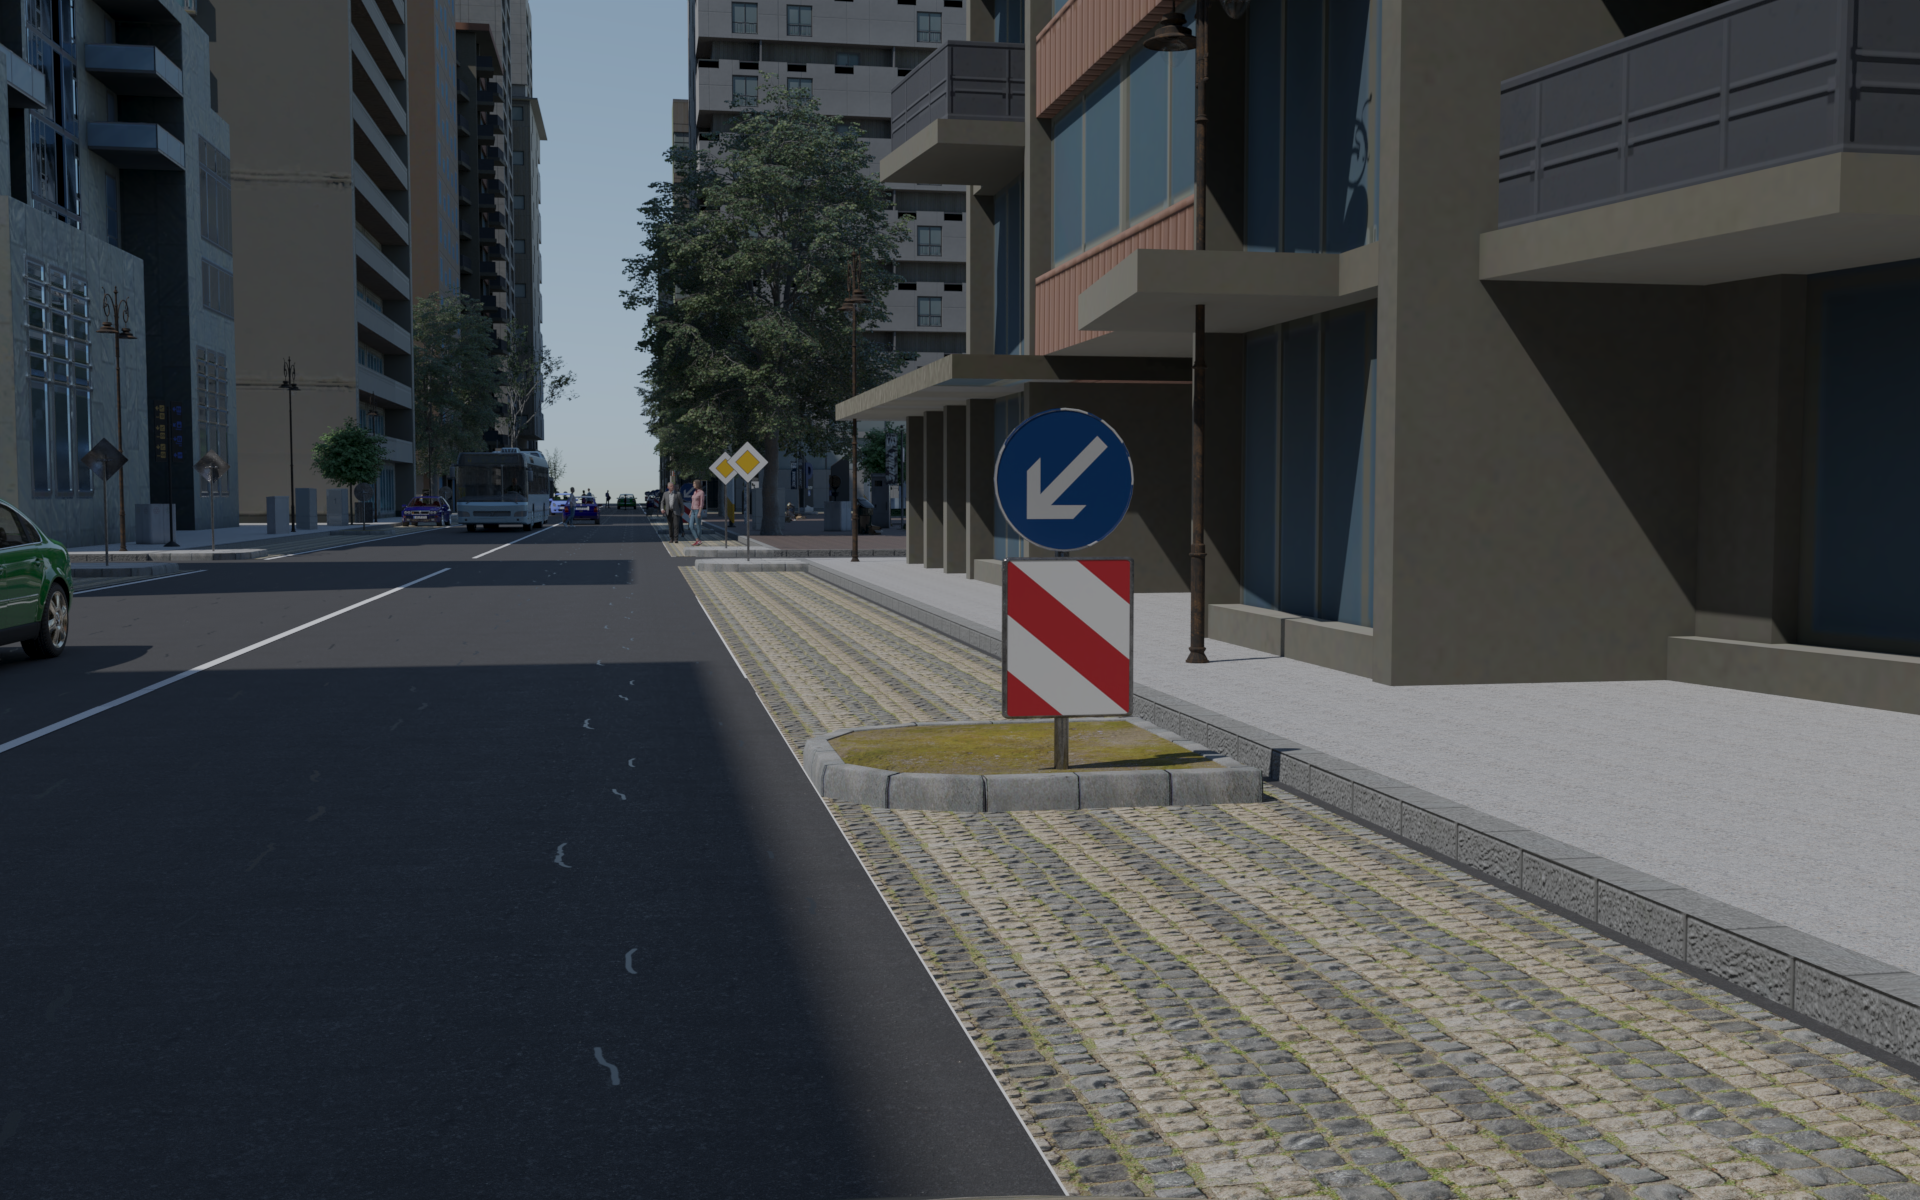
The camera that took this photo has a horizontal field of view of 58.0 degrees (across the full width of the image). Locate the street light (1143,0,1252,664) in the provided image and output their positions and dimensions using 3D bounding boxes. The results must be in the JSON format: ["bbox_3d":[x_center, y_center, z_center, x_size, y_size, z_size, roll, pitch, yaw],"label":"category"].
[{"bbox_3d":[1.806,-2.460,13.006,0.468,5.910,1.993,-1,4,-11],"label":"street light"}]

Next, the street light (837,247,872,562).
[{"bbox_3d":[-1.986,-3.660,32.634,0.468,5.910,1.993,-1,4,-11],"label":"street light"}]

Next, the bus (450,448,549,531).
[{"bbox_3d":[-18.250,-4.569,69.562,2.948,3.499,13.247,-1,4,-10],"label":"bus"}]

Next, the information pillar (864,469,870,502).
[{"bbox_3d":[-4.994,-6.215,92.965,0.183,3.616,0.504,-3,4,-39],"label":"information pillar"}]

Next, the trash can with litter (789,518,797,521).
[{"bbox_3d":[-8.735,-4.481,84.318,1.678,1.210,2.233,-2,4,-35],"label":"trash can with litter"}]

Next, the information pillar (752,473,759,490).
[{"bbox_3d":[-13.505,-7.524,114.365,0.504,3.616,0.183,0,4,0],"label":"information pillar"}]

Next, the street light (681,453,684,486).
[{"bbox_3d":[-24.174,-10.866,150.443,0.468,5.910,1.993,-1,4,-11],"label":"street light"}]

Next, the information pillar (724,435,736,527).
[{"bbox_3d":[-8.894,-4.619,66.874,0.504,3.616,0.183,3,5,43],"label":"information pillar"}]

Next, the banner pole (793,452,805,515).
[{"bbox_3d":[-9.489,-6.970,103.975,0.401,3.779,0.863,-3,4,-38],"label":"banner pole"}]

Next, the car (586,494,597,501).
[{"bbox_3d":[-52.911,-14.505,247.381,2.015,1.641,3.980,-1,4,-12],"label":"car"}]

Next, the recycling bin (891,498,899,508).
[{"bbox_3d":[-4.352,-6.024,111.048,0.722,1.027,0.722,2,4,24],"label":"recycling bin"}]

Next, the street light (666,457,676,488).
[{"bbox_3d":[-31.621,-13.279,189.901,0.468,5.910,1.993,-1,4,-11],"label":"street light"}]

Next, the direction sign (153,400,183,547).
[{"bbox_3d":[-19.218,-3.066,42.119,0.379,3.537,0.876,1,4,19],"label":"direction sign"}]

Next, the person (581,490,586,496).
[{"bbox_3d":[-28.216,-7.364,129.582,0.721,1.739,1.217,2,4,31],"label":"person"}]

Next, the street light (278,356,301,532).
[{"bbox_3d":[-22.499,-5.228,58.270,0.468,5.910,1.993,-1,4,-11],"label":"street light"}]

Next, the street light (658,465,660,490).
[{"bbox_3d":[-43.264,-17.040,251.393,0.468,5.910,1.993,-1,4,-11],"label":"street light"}]

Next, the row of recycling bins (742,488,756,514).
[{"bbox_3d":[-12.592,-6.291,109.978,3.534,1.692,1.069,3,5,45],"label":"row of recycling bins"}]

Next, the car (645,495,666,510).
[{"bbox_3d":[-26.926,-8.614,153.413,1.945,1.354,3.894,-1,4,-10],"label":"car"}]

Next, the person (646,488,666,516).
[{"bbox_3d":[-19.366,-6.249,110.885,1.509,1.804,0.699,3,5,39],"label":"person"}]

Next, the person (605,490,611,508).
[{"bbox_3d":[-35.381,-10.149,174.306,0.599,1.838,0.709,2,4,34],"label":"person"}]

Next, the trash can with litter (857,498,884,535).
[{"bbox_3d":[-2.842,-2.658,54.845,1.055,1.170,0.624,3,5,44],"label":"trash can with litter"}]

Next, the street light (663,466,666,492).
[{"bbox_3d":[-35.672,-14.587,211.287,0.468,5.910,1.993,-1,4,-11],"label":"street light"}]

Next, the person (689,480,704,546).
[{"bbox_3d":[-7.267,-2.397,47.696,0.555,1.821,0.388,3,5,39],"label":"person"}]

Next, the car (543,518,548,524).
[{"bbox_3d":[-21.161,-4.424,84.699,2.083,1.381,4.827,-1,4,-12],"label":"car"}]

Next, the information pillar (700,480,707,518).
[{"bbox_3d":[-13.491,-5.299,91.124,0.304,2.012,0.304,-2,4,-24],"label":"information pillar"}]

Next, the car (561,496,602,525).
[{"bbox_3d":[-17.923,-4.246,82.003,1.945,1.354,3.894,-1,4,-12],"label":"car"}]

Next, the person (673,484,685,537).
[{"bbox_3d":[-9.375,-2.961,57.330,0.576,1.772,0.534,1,4,10],"label":"person"}]

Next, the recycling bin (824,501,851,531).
[{"bbox_3d":[-4.242,-2.903,60.020,0.722,1.027,0.722,2,4,27],"label":"recycling bin"}]

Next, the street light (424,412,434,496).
[{"bbox_3d":[-29.989,-7.655,97.953,0.468,5.910,1.993,-1,4,-11],"label":"street light"}]

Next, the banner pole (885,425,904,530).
[{"bbox_3d":[-2.316,-4.437,62.568,0.863,3.779,0.401,-1,4,-22],"label":"banner pole"}]

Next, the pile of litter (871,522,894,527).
[{"bbox_3d":[-3.223,-3.354,68.795,1.719,0.858,1.176,3,4,38],"label":"pile of litter"}]

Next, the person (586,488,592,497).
[{"bbox_3d":[-24.312,-6.432,113.694,0.654,1.822,0.581,3,4,37],"label":"person"}]

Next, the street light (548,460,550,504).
[{"bbox_3d":[-55.823,-16.048,235.169,0.468,5.910,1.993,-1,4,-11],"label":"street light"}]

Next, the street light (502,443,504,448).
[{"bbox_3d":[-40.582,-11.085,154.028,0.468,5.910,1.993,-1,4,-11],"label":"street light"}]

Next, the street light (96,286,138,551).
[{"bbox_3d":[-18.749,-4.027,38.634,0.468,5.910,1.993,-1,4,-11],"label":"street light"}]

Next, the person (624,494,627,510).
[{"bbox_3d":[-29.865,-8.725,154.419,0.557,1.426,1.065,-1,4,-16],"label":"person"}]

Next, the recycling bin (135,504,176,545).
[{"bbox_3d":[-20.647,-1.951,44.456,0.722,1.027,0.722,2,4,34],"label":"recycling bin"}]

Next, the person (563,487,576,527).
[{"bbox_3d":[-16.782,-3.995,74.482,0.598,1.740,0.731,-2,4,-27],"label":"person"}]

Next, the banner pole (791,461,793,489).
[{"bbox_3d":[-10.944,-7.683,115.638,0.863,3.779,0.401,-2,4,-31],"label":"banner pole"}]

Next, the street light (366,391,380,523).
[{"bbox_3d":[-26.329,-6.428,77.891,0.468,5.910,1.993,-1,4,-11],"label":"street light"}]

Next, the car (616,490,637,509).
[{"bbox_3d":[-31.530,-9.486,163.887,1.959,1.807,4.718,-1,4,-10],"label":"car"}]

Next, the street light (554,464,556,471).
[{"bbox_3d":[-59.784,-17.301,255.651,0.468,5.910,1.993,-1,4,-11],"label":"street light"}]

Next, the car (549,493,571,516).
[{"bbox_3d":[-26.754,-6.568,116.984,1.945,1.707,3.694,-1,4,-12],"label":"car"}]

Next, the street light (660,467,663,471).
[{"bbox_3d":[-39.542,-15.824,231.511,0.468,5.910,1.993,-1,4,-11],"label":"street light"}]

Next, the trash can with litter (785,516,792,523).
[{"bbox_3d":[-8.109,-4.068,77.893,1.055,1.170,0.624,-3,5,-41],"label":"trash can with litter"}]

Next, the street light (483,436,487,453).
[{"bbox_3d":[-36.878,-9.884,134.383,0.468,5.910,1.993,-1,4,-11],"label":"street light"}]

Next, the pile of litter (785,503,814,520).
[{"bbox_3d":[-8.335,-4.520,87.867,1.176,0.858,1.719,1,4,13],"label":"pile of litter"}]

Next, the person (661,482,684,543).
[{"bbox_3d":[-8.336,-2.525,50.183,0.661,1.777,0.834,-1,4,-9],"label":"person"}]

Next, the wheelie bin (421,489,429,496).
[{"bbox_3d":[-33.906,-6.271,110.431,0.980,1.594,0.693,-1,4,-14],"label":"wheelie bin"}]
